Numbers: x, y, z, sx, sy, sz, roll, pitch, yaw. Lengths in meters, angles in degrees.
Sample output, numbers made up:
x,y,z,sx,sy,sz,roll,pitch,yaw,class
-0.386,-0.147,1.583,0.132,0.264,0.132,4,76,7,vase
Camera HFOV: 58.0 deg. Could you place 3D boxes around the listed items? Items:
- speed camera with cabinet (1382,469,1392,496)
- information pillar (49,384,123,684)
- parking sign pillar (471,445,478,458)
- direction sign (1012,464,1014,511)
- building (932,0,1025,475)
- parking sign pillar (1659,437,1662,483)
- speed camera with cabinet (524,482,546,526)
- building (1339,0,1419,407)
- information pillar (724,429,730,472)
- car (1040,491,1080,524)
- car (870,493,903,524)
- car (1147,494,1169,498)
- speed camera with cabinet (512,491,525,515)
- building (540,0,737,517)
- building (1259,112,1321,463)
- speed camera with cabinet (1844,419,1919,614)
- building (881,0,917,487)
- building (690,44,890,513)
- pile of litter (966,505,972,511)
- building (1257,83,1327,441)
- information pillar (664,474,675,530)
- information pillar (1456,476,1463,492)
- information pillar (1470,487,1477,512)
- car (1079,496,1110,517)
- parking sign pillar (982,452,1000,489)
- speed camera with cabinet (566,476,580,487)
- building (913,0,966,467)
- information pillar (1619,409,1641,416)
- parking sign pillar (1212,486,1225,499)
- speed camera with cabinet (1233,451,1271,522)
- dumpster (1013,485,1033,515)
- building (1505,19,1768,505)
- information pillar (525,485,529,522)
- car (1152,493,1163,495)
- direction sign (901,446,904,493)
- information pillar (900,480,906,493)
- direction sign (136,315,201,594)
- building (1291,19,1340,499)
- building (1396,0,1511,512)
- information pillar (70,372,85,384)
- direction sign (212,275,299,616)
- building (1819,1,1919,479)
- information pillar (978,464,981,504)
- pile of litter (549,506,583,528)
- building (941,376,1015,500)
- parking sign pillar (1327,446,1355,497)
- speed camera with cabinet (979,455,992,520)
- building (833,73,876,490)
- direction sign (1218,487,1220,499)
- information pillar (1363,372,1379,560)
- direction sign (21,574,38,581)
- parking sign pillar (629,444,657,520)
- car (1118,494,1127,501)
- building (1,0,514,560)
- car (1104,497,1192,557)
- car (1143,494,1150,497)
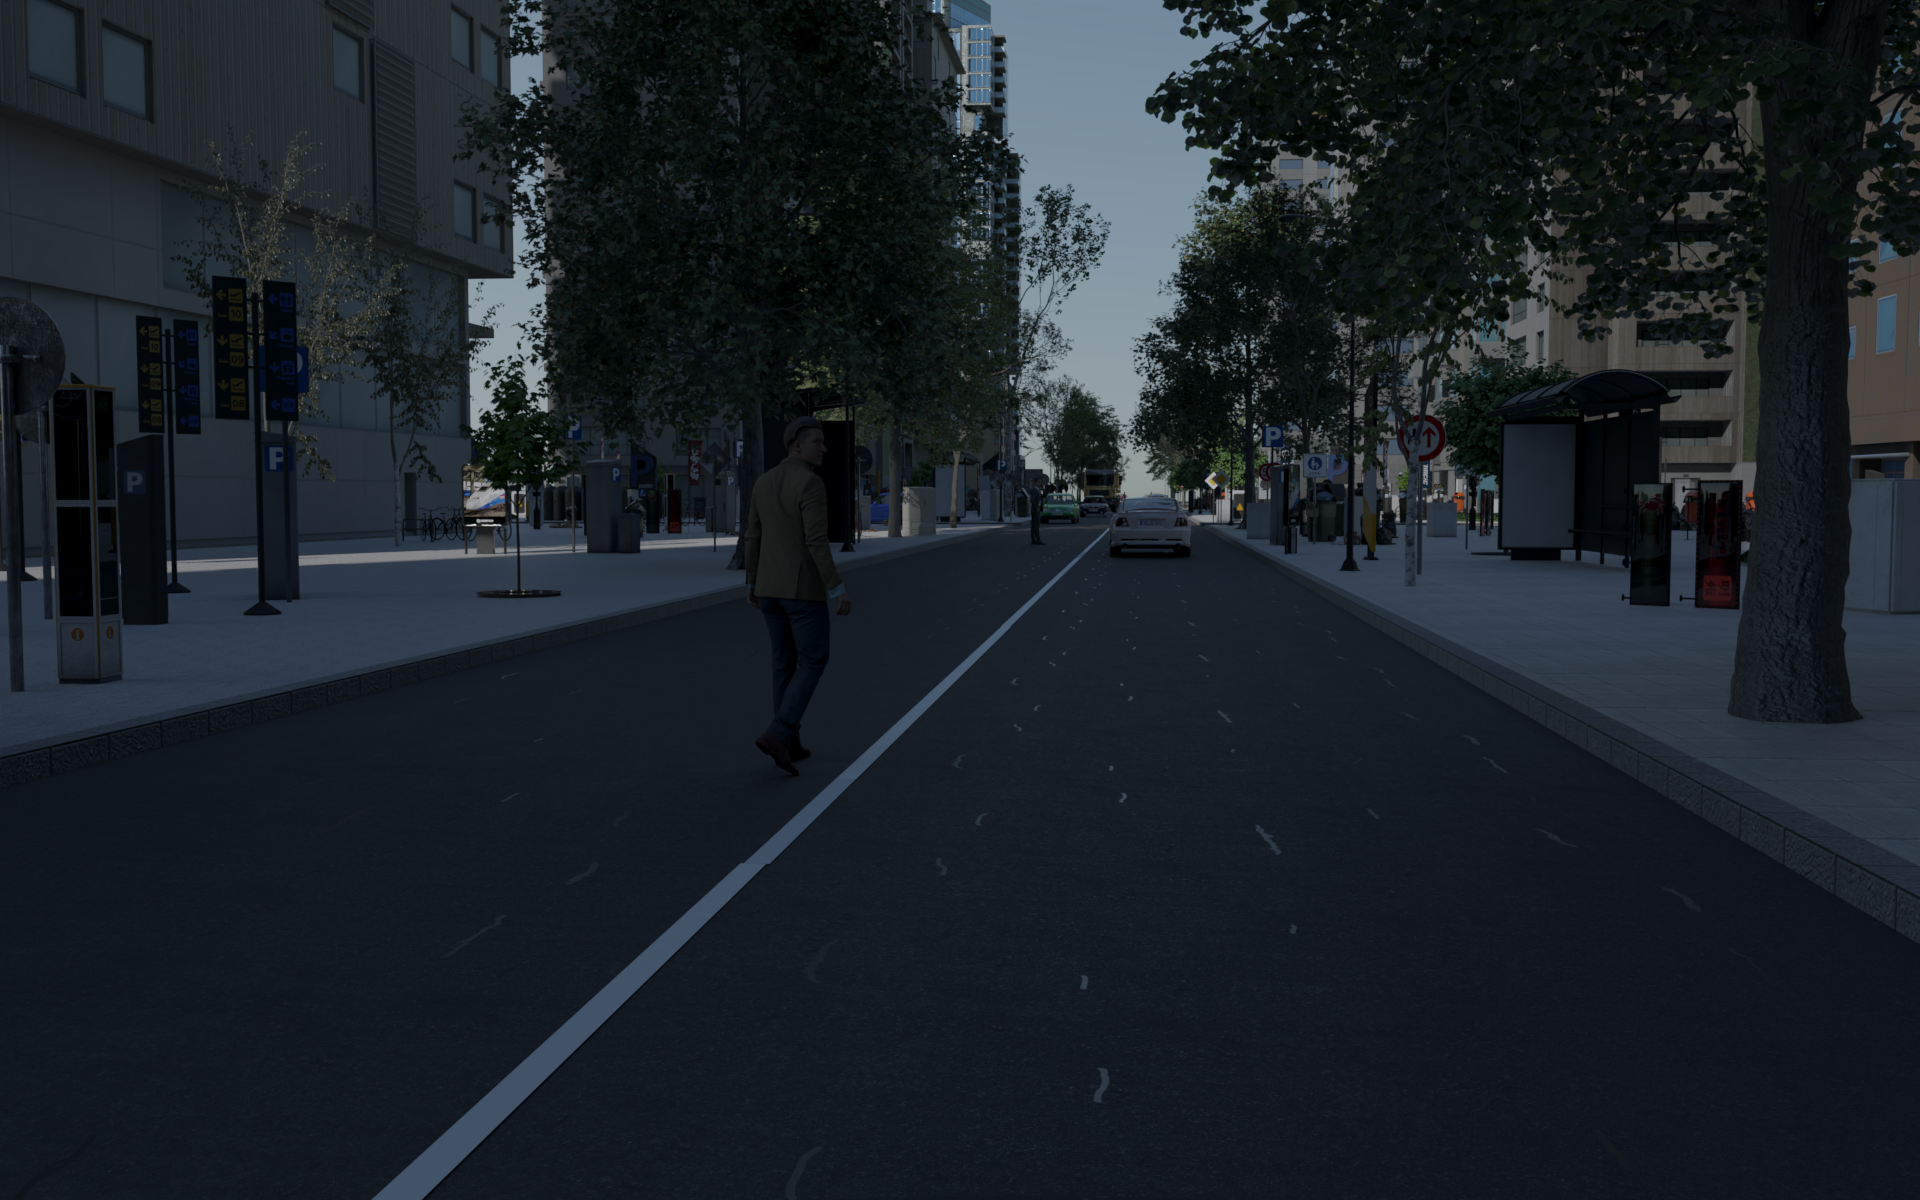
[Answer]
x,y,z,sx,sy,sz,roll,pitch,yaw,class
33.733,-8.877,139.477,2.038,3.252,0.660,2,4,30,speed camera with cabinet
-5.936,-0.445,11.770,0.304,2.012,0.304,0,4,3,information pillar
-19.070,-4.808,67.076,1.447,3.967,1.447,2,4,27,parking sign pillar
3.983,-8.514,131.201,0.379,3.537,0.876,0,3,0,direction sign
0.436,-60.215,297.179,22.319,86.520,31.000,0,4,6,building
32.513,-5.707,81.785,1.447,3.967,1.447,-2,4,-29,parking sign pillar
-17.194,-4.638,70.164,0.660,3.252,2.038,-1,4,-14,speed camera with cabinet
46.971,-38.169,166.057,21.231,58.520,28.212,0,4,6,building
-8.366,-4.331,62.174,0.183,3.616,0.504,-2,4,-25,information pillar
4.923,-4.673,85.198,1.959,1.807,4.718,0,4,7,car
-3.218,-4.147,77.392,3.694,1.707,1.945,0,4,4,car
12.094,-5.750,106.022,2.014,1.417,4.499,0,4,5,car
-25.837,-6.702,103.919,2.038,3.252,0.660,0,4,-7,speed camera with cabinet
-15.575,-25.597,102.113,14.154,41.232,14.086,0,4,6,building
57.962,-44.728,273.298,21.231,58.520,28.212,0,4,6,building
9.962,-1.531,19.360,0.660,3.252,2.038,-1,4,-12,speed camera with cabinet
-13.063,-44.525,166.232,20.563,71.187,20.611,0,4,6,building
-13.790,-28.305,146.378,14.154,41.232,14.086,0,4,6,building
0.147,-7.103,130.097,1.719,0.858,1.176,1,4,9,pile of litter
60.076,-52.569,297.760,20.563,71.187,20.611,0,4,6,building
-10.434,-3.531,62.218,0.304,2.012,0.304,-2,4,-27,information pillar
27.675,-6.397,95.939,0.504,3.616,0.183,-3,5,-42,information pillar
33.859,-6.706,114.132,0.304,2.012,0.304,-1,4,-14,information pillar
8.455,-5.899,109.031,1.945,1.354,3.894,0,4,6,car
2.017,-7.572,112.275,1.447,3.967,1.447,2,4,29,parking sign pillar
-19.000,-5.739,88.175,2.038,3.252,0.660,-1,4,-16,speed camera with cabinet
-14.790,-36.834,191.474,28.713,52.752,27.495,0,4,6,building
15.124,-2.923,39.143,0.504,3.616,0.183,2,4,24,information pillar
18.454,-8.190,122.376,1.447,3.967,1.447,1,4,16,parking sign pillar
13.647,-5.270,80.503,2.038,3.252,0.660,2,4,30,speed camera with cabinet
3.972,-6.250,107.945,1.264,1.857,1.865,0,4,6,dumpster
38.086,-19.696,93.727,14.107,30.474,14.160,0,4,6,building
-20.106,-5.477,80.911,0.504,3.616,0.183,1,4,21,information pillar
22.245,-11.384,195.165,2.155,1.783,4.494,0,4,6,car
-2.718,-5.504,81.981,0.379,3.537,0.876,-1,4,-9,direction sign
-2.973,-5.175,89.102,0.304,2.012,0.304,2,4,23,information pillar
-10.199,-1.859,22.393,0.379,3.537,0.876,2,4,30,direction sign
50.219,-53.968,195.055,22.319,86.520,31.000,0,4,6,building
46.365,-31.217,129.998,23.786,49.044,30.456,0,4,6,building
-16.929,-2.580,33.542,0.183,3.616,0.504,3,4,39,information pillar
-7.428,-1.611,18.337,0.876,3.537,0.379,-3,5,-45,direction sign
32.411,-24.215,46.034,14.600,45.320,14.200,0,4,6,building
1.570,-8.346,127.819,0.504,3.616,0.183,-2,4,-31,information pillar
-14.898,-3.148,65.429,1.176,0.858,1.719,-2,4,-25,pile of litter
-6.240,-25.972,269.677,27.650,21.520,28.899,0,4,6,building
18.703,-5.908,85.062,1.447,3.967,1.447,3,5,41,parking sign pillar
1.298,-5.638,86.510,0.660,3.252,2.038,0,4,-2,speed camera with cabinet
-14.017,-28.987,124.050,14.600,45.320,14.200,0,4,6,building
17.363,-7.589,116.076,0.876,3.537,0.379,-2,4,-28,direction sign
7.969,-2.586,33.629,0.183,3.616,0.504,-1,4,-9,information pillar
-13.862,-2.050,25.518,0.876,3.537,0.379,2,4,24,direction sign
-15.648,-5.941,85.614,1.447,3.967,1.447,0,4,3,parking sign pillar
29.069,-18.483,311.228,2.155,1.783,4.494,0,4,5,car
-29.558,-27.953,46.274,27.495,52.752,28.713,0,4,6,building
4.455,-1.745,40.892,2.083,1.381,4.827,0,4,5,car
33.523,-18.236,308.384,2.015,1.641,3.980,0,4,8,car
